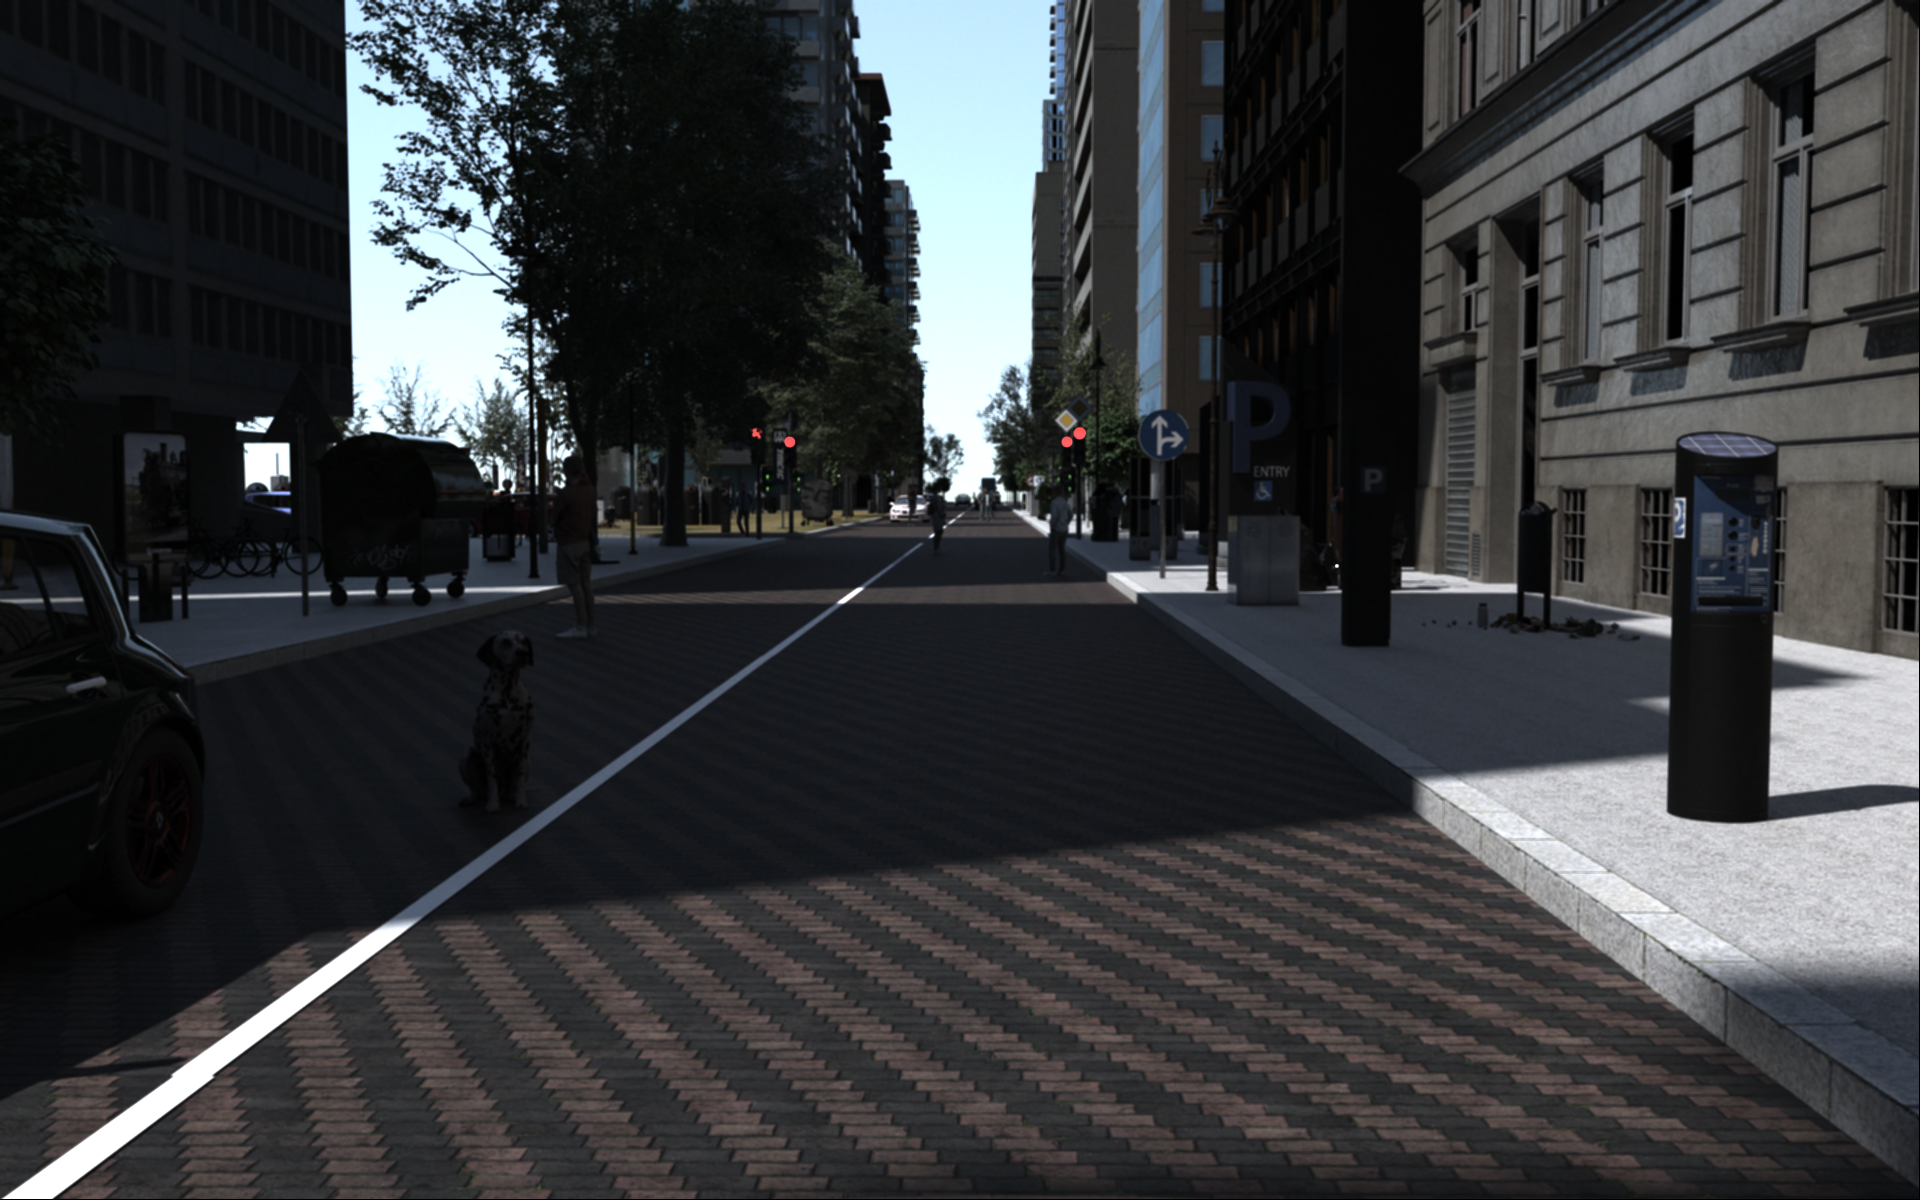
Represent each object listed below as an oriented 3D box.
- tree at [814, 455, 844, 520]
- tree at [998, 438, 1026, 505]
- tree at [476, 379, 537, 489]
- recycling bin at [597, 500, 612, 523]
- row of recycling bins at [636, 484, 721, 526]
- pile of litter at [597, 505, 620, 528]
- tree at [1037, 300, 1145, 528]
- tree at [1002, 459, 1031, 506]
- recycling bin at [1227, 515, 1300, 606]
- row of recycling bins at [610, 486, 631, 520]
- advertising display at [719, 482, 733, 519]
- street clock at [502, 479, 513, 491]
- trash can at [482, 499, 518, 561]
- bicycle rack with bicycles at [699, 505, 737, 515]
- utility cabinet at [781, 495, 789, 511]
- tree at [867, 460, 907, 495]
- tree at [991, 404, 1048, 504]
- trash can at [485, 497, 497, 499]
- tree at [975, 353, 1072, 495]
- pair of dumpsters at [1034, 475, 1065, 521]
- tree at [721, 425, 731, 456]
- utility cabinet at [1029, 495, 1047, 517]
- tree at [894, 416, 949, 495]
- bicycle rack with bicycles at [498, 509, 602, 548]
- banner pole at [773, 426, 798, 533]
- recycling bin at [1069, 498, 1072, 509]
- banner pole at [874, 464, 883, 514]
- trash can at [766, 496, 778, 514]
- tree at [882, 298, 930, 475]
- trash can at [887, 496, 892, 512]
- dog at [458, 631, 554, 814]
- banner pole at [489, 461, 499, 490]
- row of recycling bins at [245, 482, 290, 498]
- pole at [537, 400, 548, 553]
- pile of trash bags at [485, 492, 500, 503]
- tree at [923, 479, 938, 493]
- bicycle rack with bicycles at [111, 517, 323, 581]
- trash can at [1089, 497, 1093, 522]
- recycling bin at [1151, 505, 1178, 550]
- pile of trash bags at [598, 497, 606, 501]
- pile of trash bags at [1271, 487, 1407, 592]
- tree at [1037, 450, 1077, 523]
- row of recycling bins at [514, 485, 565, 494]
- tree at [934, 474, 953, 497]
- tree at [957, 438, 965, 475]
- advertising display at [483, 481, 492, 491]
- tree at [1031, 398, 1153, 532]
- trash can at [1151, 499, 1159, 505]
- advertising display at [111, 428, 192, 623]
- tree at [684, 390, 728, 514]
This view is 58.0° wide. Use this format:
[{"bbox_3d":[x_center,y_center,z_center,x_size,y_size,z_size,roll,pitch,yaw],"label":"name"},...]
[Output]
[{"bbox_3d":[-6.489,-5.628,86.620,1.663,3.219,1.824,0,3,0],"label":"tree"},{"bbox_3d":[6.472,-15.540,204.447,4.360,8.622,3.978,0,3,0],"label":"tree"},{"bbox_3d":[-28.951,-9.828,111.046,4.360,8.622,3.978,0,3,0],"label":"tree"},{"bbox_3d":[-14.208,-3.417,68.417,0.722,1.027,0.722,1,4,16],"label":"recycling bin"},{"bbox_3d":[-11.569,-3.926,71.310,3.534,1.692,1.069,-2,4,-25],"label":"row of recycling bins"},{"bbox_3d":[-13.517,-3.166,65.733,1.176,0.858,1.719,-1,4,-17],"label":"pile of litter"},{"bbox_3d":[4.865,-7.036,65.393,4.737,8.622,4.395,0,3,0],"label":"tree"},{"bbox_3d":[5.846,-9.725,142.711,4.285,4.588,4.351,0,3,0],"label":"tree"},{"bbox_3d":[3.538,-0.469,20.224,0.722,1.027,0.722,0,4,-1],"label":"recycling bin"},{"bbox_3d":[-17.232,-4.948,88.018,1.069,1.692,3.534,0,4,-5],"label":"row of recycling bins"},{"bbox_3d":[-12.214,-5.210,90.400,0.974,1.923,0.123,3,5,40],"label":"advertising display"},{"bbox_3d":[-22.102,-4.896,84.619,0.471,2.002,0.358,2,4,25],"label":"street clock"},{"bbox_3d":[-8.831,-1.315,33.156,0.748,1.137,0.748,0,3,0],"label":"trash can"},{"bbox_3d":[-14.578,-5.533,103.843,2.925,0.926,2.852,0,4,-2],"label":"bicycle rack with bicycles"},{"bbox_3d":[-12.881,-7.143,127.947,0.306,1.237,1.020,1,4,20],"label":"utility cabinet"},{"bbox_3d":[-5.901,-9.481,138.731,4.285,4.588,4.351,0,3,0],"label":"tree"},{"bbox_3d":[7.366,-18.270,216.842,7.486,12.596,7.792,0,3,0],"label":"tree"},{"bbox_3d":[-20.323,-3.847,74.544,0.748,1.137,0.748,0,3,0],"label":"trash can"},{"bbox_3d":[4.990,-10.991,114.114,8.767,10.594,7.601,0,4,8],"label":"tree"},{"bbox_3d":[4.465,-5.018,84.537,1.574,2.255,4.437,0,4,1],"label":"pair of dumpsters"},{"bbox_3d":[-18.139,-10.408,120.525,4.737,8.622,4.395,0,3,0],"label":"tree"},{"bbox_3d":[4.469,-5.357,98.750,1.020,1.237,0.306,-1,4,-21],"label":"utility cabinet"},{"bbox_3d":[-4.703,-16.160,198.631,7.601,10.594,8.767,0,4,5],"label":"tree"},{"bbox_3d":[-9.869,-1.751,42.016,2.852,0.926,2.925,0,4,4],"label":"bicycle rack with bicycles"},{"bbox_3d":[-5.834,-4.141,57.729,0.863,3.779,0.401,0,4,5],"label":"banner pole"},{"bbox_3d":[7.102,-6.248,114.712,0.722,1.027,0.722,2,4,30],"label":"recycling bin"},{"bbox_3d":[-5.123,-7.318,109.671,0.863,3.779,0.401,2,4,32],"label":"banner pole"},{"bbox_3d":[-12.384,-6.266,114.096,0.748,1.137,0.748,0,3,0],"label":"trash can"},{"bbox_3d":[-6.443,-11.729,98.420,9.857,13.997,8.962,0,3,0],"label":"tree"},{"bbox_3d":[-5.179,-6.838,123.456,0.748,1.137,0.748,0,3,0],"label":"trash can"},{"bbox_3d":[-2.068,0.535,8.083,0.513,0.831,0.800,1,4,14],"label":"dog"},{"bbox_3d":[-34.593,-8.462,128.378,0.863,3.779,0.401,-2,4,-26],"label":"banner pole"},{"bbox_3d":[-24.333,-3.302,61.097,3.534,1.692,1.069,-2,4,-25],"label":"row of recycling bins"},{"bbox_3d":[-9.033,-2.668,37.457,0.158,3.312,0.155,0,3,0],"label":"pole"},{"bbox_3d":[-24.341,-5.084,92.881,1.912,1.369,3.447,-3,4,-37],"label":"pile of trash bags"},{"bbox_3d":[-3.970,-14.209,226.913,1.663,3.219,1.824,0,3,0],"label":"tree"},{"bbox_3d":[-11.491,-0.835,27.028,2.925,0.926,2.852,-1,4,-19],"label":"bicycle rack with bicycles"},{"bbox_3d":[6.259,-4.115,78.930,0.748,1.137,0.748,0,3,0],"label":"trash can"},{"bbox_3d":[4.560,-1.667,39.816,0.722,1.027,0.722,2,4,28],"label":"recycling bin"},{"bbox_3d":[-19.991,-5.667,102.410,3.447,1.369,1.912,1,4,19],"label":"pile of trash bags"},{"bbox_3d":[4.960,-0.809,22.975,1.912,1.369,3.447,0,4,4],"label":"pile of trash bags"},{"bbox_3d":[4.484,-5.018,76.645,1.663,3.219,1.824,0,3,0],"label":"tree"},{"bbox_3d":[-19.905,-4.653,83.186,3.534,1.692,1.069,2,4,24],"label":"row of recycling bins"},{"bbox_3d":[-2.687,-18.020,278.335,4.285,4.588,4.351,0,3,0],"label":"tree"},{"bbox_3d":[-2.643,-22.120,287.422,9.928,11.665,9.643,0,3,0],"label":"tree"},{"bbox_3d":[-23.712,-4.953,86.189,0.123,1.923,0.974,3,5,40],"label":"advertising display"},{"bbox_3d":[5.251,-4.632,59.441,4.285,4.588,4.351,0,3,0],"label":"tree"},{"bbox_3d":[5.183,-2.234,48.172,0.748,1.137,0.748,0,3,0],"label":"trash can"},{"bbox_3d":[-8.094,-0.744,17.385,0.123,1.923,0.974,1,4,14],"label":"advertising display"},{"bbox_3d":[-16.993,-9.959,113.194,4.360,8.622,3.978,0,3,0],"label":"tree"}]
